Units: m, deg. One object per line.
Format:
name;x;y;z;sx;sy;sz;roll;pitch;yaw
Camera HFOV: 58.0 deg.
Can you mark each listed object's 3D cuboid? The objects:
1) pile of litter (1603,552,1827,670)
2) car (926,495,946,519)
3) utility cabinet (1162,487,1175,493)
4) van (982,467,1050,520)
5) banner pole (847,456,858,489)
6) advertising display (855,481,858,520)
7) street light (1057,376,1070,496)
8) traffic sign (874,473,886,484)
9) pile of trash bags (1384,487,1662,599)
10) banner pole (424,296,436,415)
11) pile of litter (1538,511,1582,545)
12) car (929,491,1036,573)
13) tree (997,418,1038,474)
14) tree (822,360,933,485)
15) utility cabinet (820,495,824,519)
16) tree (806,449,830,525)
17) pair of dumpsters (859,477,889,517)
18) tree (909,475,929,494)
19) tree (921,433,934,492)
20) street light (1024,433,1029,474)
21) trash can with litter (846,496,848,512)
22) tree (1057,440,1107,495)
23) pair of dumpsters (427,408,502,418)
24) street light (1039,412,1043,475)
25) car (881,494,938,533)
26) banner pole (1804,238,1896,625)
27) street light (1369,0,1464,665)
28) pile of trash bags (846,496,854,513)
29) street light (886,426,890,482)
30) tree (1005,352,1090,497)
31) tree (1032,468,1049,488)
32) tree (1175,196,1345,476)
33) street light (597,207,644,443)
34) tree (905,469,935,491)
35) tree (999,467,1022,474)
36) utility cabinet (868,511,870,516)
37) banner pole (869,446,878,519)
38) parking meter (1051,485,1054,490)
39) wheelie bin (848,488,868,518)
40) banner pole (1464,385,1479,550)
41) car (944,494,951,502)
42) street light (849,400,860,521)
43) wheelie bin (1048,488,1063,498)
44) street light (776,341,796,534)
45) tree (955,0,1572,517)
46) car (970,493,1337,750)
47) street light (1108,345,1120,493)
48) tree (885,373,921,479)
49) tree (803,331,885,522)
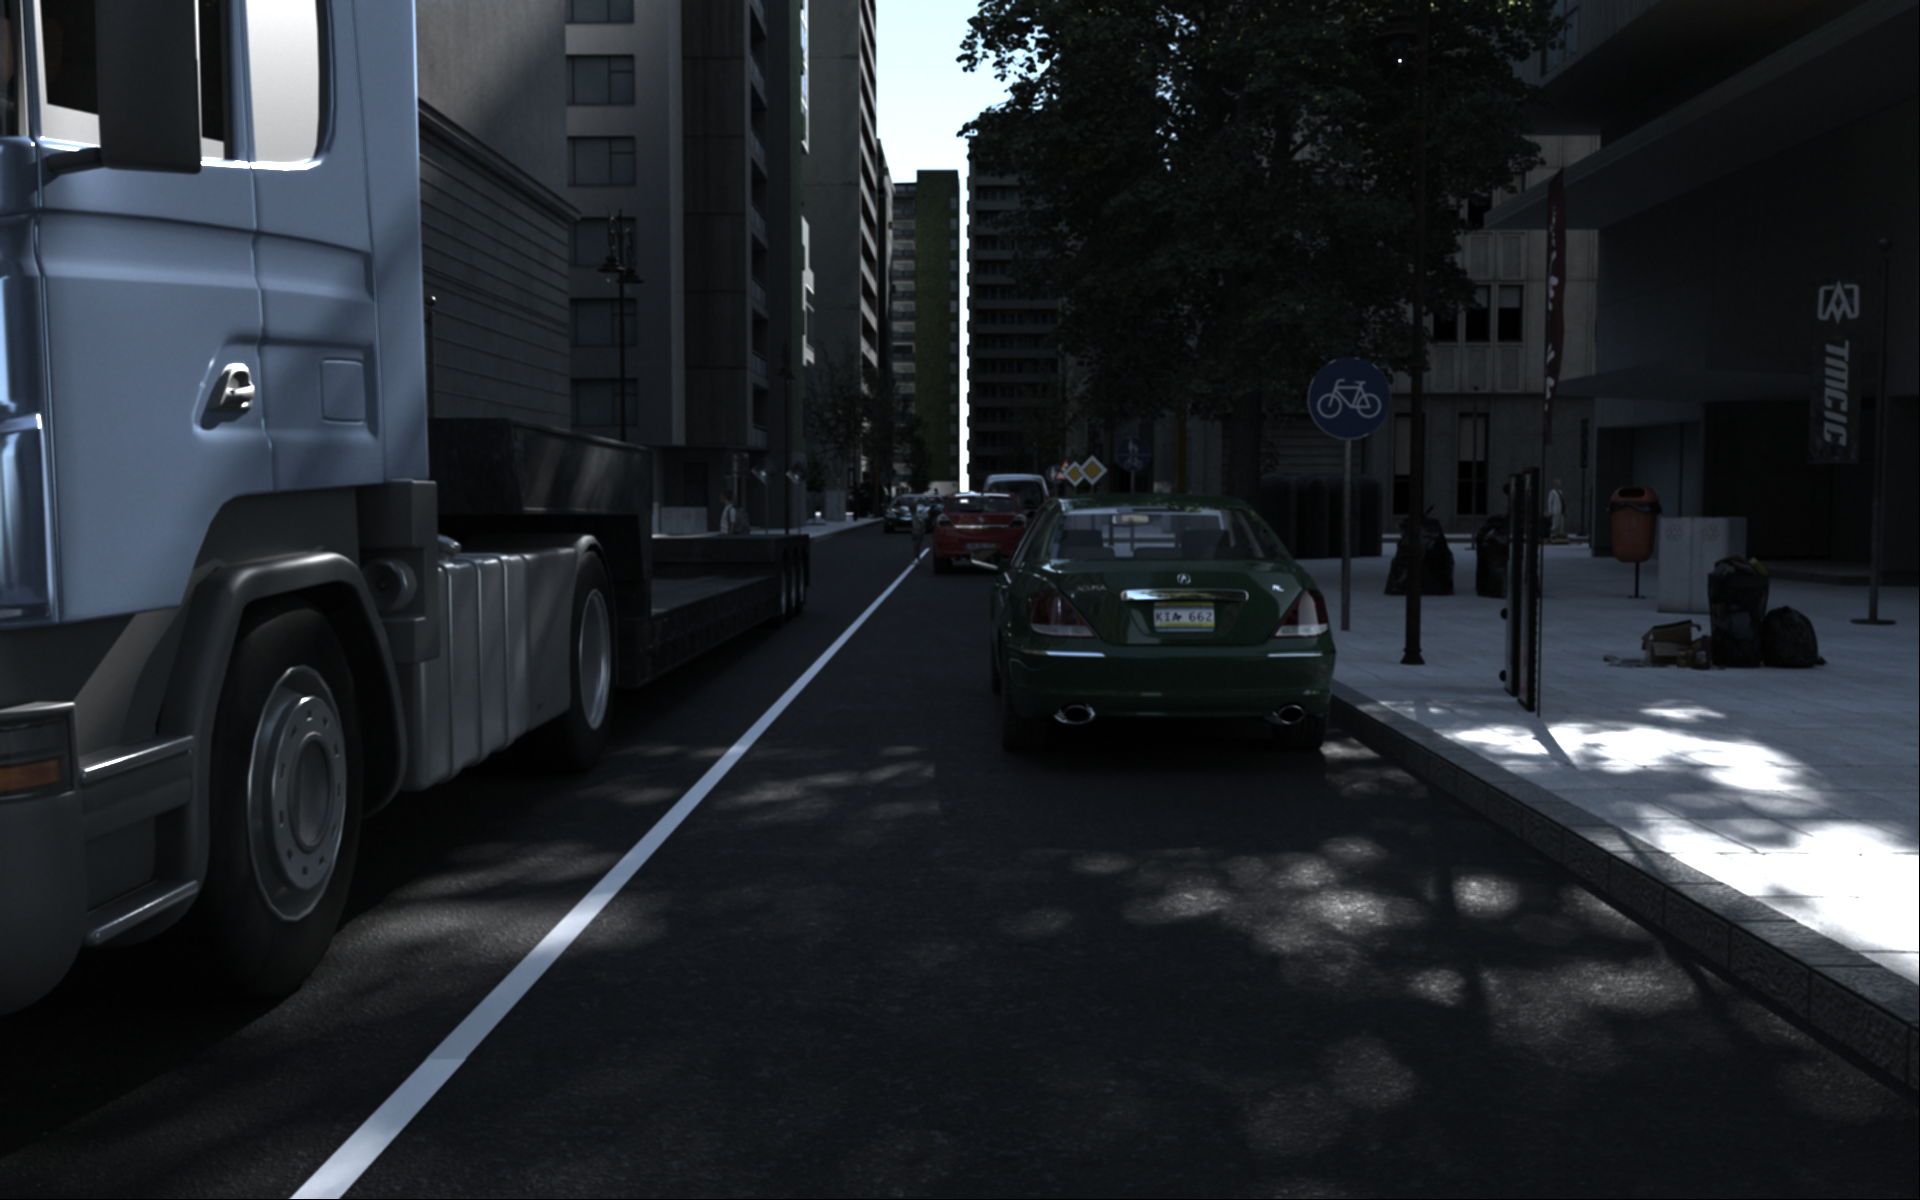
pile of litter;5.720;0.052;13.117;1.719;0.858;1.176;1;4;10
car;-1.519;-4.783;90.202;2.014;1.417;4.499;0;4;2
utility cabinet;6.820;-2.926;56.513;0.318;1.500;1.173;1;4;17
van;1.182;-1.874;37.656;2.013;2.044;4.112;0;4;1
banner pole;-6.942;-7.535;113.206;0.863;3.779;0.401;0;4;7
advertising display;-5.125;-4.913;85.546;0.123;1.923;0.974;0;4;1
street light;4.070;-5.821;67.959;0.468;5.910;1.993;0;4;1
traffic sign;-4.795;-6.292;102.975;0.768;2.556;0.104;0;4;5
pile of trash bags;7.061;-0.746;21.944;3.447;1.369;1.912;2;4;33
banner pole;-6.825;-1.946;21.828;0.401;3.779;0.863;2;4;31
pile of litter;14.932;-1.831;43.903;1.719;0.858;1.176;1;4;12
car;0.461;-1.458;32.876;2.155;1.783;4.494;0;4;2
tree;5.388;-13.022;163.268;4.360;8.622;3.978;0;3;0
tree;-5.301;-11.353;120.036;7.601;10.594;8.767;2;4;28
utility cabinet;-6.808;-4.838;90.265;0.306;1.237;1.020;3;5;41
tree;-5.992;-4.739;72.091;1.663;3.219;1.824;0;3;0
pair of dumpsters;-4.836;-5.759;96.651;1.574;2.255;4.437;0;4;0
tree;-4.098;-10.942;173.504;1.663;3.219;1.824;0;3;0
tree;-4.530;-14.374;185.375;4.360;8.622;3.978;0;3;0
street light;4.871;-9.417;126.759;0.468;5.910;1.993;0;4;1
trash can with litter;-8.011;-6.365;115.452;1.055;1.170;0.624;2;4;33
tree;4.569;-4.148;62.419;1.663;3.219;1.824;0;3;0
pair of dumpsters;-5.740;-0.965;18.269;1.574;2.255;4.437;0;4;1
street light;4.497;-7.612;97.249;0.468;5.910;1.993;0;4;1
car;-1.883;-3.279;65.418;2.131;1.459;4.920;0;4;1
banner pole;8.854;-1.661;17.177;0.863;3.779;0.401;2;4;33
street light;3.420;-2.454;12.912;0.468;5.910;1.993;0;4;1
pile of trash bags;-6.536;-6.620;117.995;1.912;1.369;3.447;-3;5;-43
street light;-4.576;-8.477;111.379;0.468;5.910;1.993;0;4;1
tree;4.616;-8.366;87.151;4.737;8.622;4.395;0;3;0
tree;5.745;-8.221;129.021;1.663;3.219;1.824;0;3;0
tree;7.029;-5.506;40.390;4.360;8.622;3.978;0;3;0
street light;-5.496;-3.391;28.226;0.468;5.910;1.993;0;4;1
tree;-4.579;-13.219;199.837;4.285;4.588;4.351;0;3;0
tree;5.908;-13.489;204.266;4.285;4.588;4.351;0;3;0
utility cabinet;-5.778;-5.638;103.342;0.306;1.237;1.020;2;4;30
banner pole;-4.537;-6.076;89.357;0.401;3.779;0.863;1;4;17
parking meter;5.897;-6.288;108.524;0.399;1.863;0.255;-3;5;-42
wheelie bin;-5.355;-5.228;93.389;0.980;1.594;0.693;-3;4;-38
banner pole;11.899;-3.064;40.106;0.401;3.779;0.863;1;4;12
car;-0.923;-10.384;181.775;2.014;1.417;4.499;0;3;0
street light;-4.999;-6.685;82.089;0.468;5.910;1.993;0;4;1
wheelie bin;5.159;-5.225;93.342;0.693;1.594;0.980;-3;4;-38
street light;-5.241;-4.864;52.321;0.468;5.910;1.993;0;4;1
tree;4.110;-7.246;25.134;9.857;13.997;8.962;0;3;0
car;1.131;0.042;11.116;2.131;1.459;4.920;0;4;0
street light;3.751;-4.282;42.800;0.468;5.910;1.993;0;4;1
tree;-4.705;-9.503;105.741;4.360;8.622;3.978;0;3;0
tree;-5.551;-7.832;78.413;4.360;8.622;3.978;0;3;0
